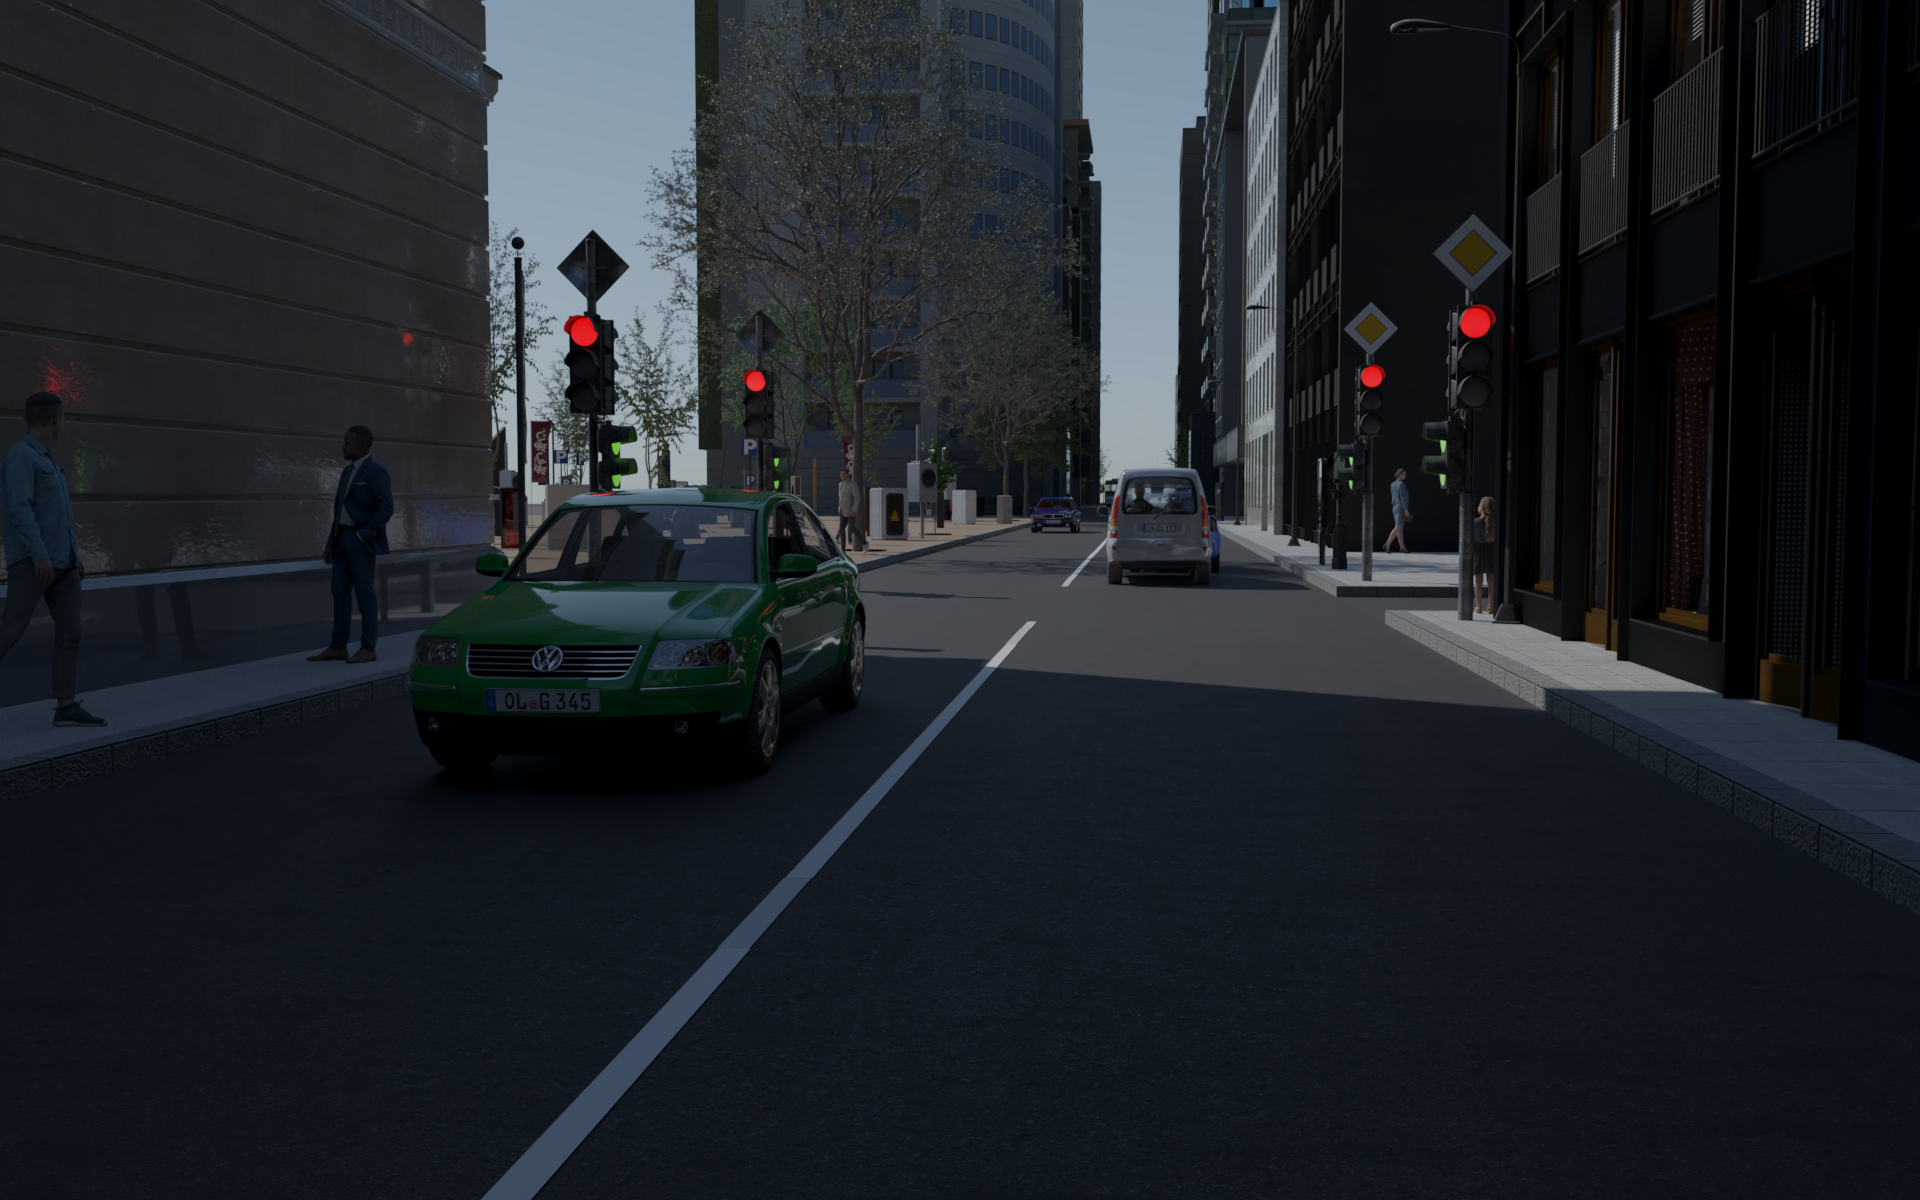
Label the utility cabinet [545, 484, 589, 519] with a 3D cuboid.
[{"bbox_3d":[-8.816,-1.879,39.402,1.173,1.500,0.318,-2,4,-24],"label":"utility cabinet"}]

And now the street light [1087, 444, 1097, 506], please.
[{"bbox_3d":[11.588,-11.444,159.654,1.470,5.913,1.316,0,4,6],"label":"street light"}]

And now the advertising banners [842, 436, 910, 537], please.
[{"bbox_3d":[-2.545,-3.426,52.200,2.074,3.025,0.090,0,4,7],"label":"advertising banners"}]

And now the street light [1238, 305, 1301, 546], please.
[{"bbox_3d":[7.698,-4.285,42.593,1.470,5.913,1.316,0,4,6],"label":"street light"}]

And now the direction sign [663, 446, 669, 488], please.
[{"bbox_3d":[-13.266,-5.277,78.284,0.379,3.537,0.876,0,4,6],"label":"direction sign"}]

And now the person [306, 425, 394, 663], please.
[{"bbox_3d":[-4.620,-0.429,13.244,0.721,1.800,0.419,2,4,31],"label":"person"}]

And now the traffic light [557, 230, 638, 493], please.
[{"bbox_3d":[-3.890,-1.806,18.451,0.839,4.253,0.868,0,4,6],"label":"traffic light"}]

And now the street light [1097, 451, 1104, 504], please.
[{"bbox_3d":[14.424,-12.997,185.033,1.470,5.913,1.316,0,4,6],"label":"street light"}]

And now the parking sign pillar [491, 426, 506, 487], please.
[{"bbox_3d":[-18.455,-4.886,68.357,1.447,3.967,1.447,1,4,22],"label":"parking sign pillar"}]

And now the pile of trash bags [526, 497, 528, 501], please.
[{"bbox_3d":[-14.430,-3.206,62.168,3.447,1.369,1.912,0,4,-3],"label":"pile of trash bags"}]

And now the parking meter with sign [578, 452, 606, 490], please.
[{"bbox_3d":[-15.059,-4.642,72.157,1.738,3.016,0.543,1,4,16],"label":"parking meter with sign"}]

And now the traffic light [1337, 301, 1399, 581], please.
[{"bbox_3d":[5.983,-2.233,25.429,0.839,4.253,0.868,0,4,6],"label":"traffic light"}]

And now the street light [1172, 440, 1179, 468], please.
[{"bbox_3d":[19.127,-10.727,147.935,1.470,5.913,1.316,0,4,6],"label":"street light"}]

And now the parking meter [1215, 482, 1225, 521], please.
[{"bbox_3d":[12.297,-4.666,81.993,0.255,1.863,0.399,-3,5,-41],"label":"parking meter"}]

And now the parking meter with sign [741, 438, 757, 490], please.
[{"bbox_3d":[-6.588,-3.585,54.873,0.543,3.016,1.738,0,4,-3],"label":"parking meter with sign"}]

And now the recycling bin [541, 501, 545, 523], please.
[{"bbox_3d":[-13.833,-2.843,59.045,0.722,1.027,0.722,0,4,1],"label":"recycling bin"}]

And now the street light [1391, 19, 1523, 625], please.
[{"bbox_3d":[4.918,-2.724,17.079,1.470,5.913,1.316,0,4,6],"label":"street light"}]

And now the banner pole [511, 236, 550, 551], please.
[{"bbox_3d":[-4.332,-1.661,17.169,0.401,3.779,0.863,-1,4,-9],"label":"banner pole"}]

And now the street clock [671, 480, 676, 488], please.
[{"bbox_3d":[-14.606,-5.112,88.145,0.471,2.002,0.358,3,4,38],"label":"street clock"}]

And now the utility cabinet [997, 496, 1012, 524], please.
[{"bbox_3d":[1.927,-3.869,74.417,0.306,1.237,1.020,2,4,25],"label":"utility cabinet"}]

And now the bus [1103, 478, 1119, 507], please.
[{"bbox_3d":[17.968,-12.313,196.177,2.948,3.499,13.247,0,4,8],"label":"bus"}]

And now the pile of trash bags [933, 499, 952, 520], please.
[{"bbox_3d":[-0.330,-4.579,84.621,1.912,1.369,3.447,0,4,-2],"label":"pile of trash bags"}]

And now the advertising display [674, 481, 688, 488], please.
[{"bbox_3d":[-13.905,-4.964,86.370,0.123,1.923,0.974,2,4,31],"label":"advertising display"}]

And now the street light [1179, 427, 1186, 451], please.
[{"bbox_3d":[16.030,-8.995,119.606,1.470,5.913,1.316,0,4,6],"label":"street light"}]

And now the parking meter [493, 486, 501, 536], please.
[{"bbox_3d":[-14.039,-2.708,52.694,0.372,1.533,0.369,0,3,0],"label":"parking meter"}]

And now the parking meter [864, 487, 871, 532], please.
[{"bbox_3d":[-3.118,-3.120,59.424,0.372,1.533,0.369,0,3,0],"label":"parking meter"}]

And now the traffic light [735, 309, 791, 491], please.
[{"bbox_3d":[-3.027,-2.292,26.389,0.839,4.253,0.868,0,4,6],"label":"traffic light"}]

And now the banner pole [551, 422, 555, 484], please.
[{"bbox_3d":[-14.420,-4.316,60.583,0.863,3.779,0.401,1,4,18],"label":"banner pole"}]

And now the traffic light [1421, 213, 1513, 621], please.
[{"bbox_3d":[5.120,-1.747,17.490,0.839,4.253,0.868,0,4,6],"label":"traffic light"}]

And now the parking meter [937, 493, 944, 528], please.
[{"bbox_3d":[-0.739,-3.643,65.269,0.255,1.863,0.399,0,4,6],"label":"parking meter"}]

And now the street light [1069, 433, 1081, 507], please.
[{"bbox_3d":[8.499,-9.712,131.324,1.470,5.913,1.316,0,4,6],"label":"street light"}]

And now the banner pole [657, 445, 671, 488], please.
[{"bbox_3d":[-14.971,-5.954,87.370,0.863,3.779,0.401,1,4,11],"label":"banner pole"}]

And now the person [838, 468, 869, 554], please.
[{"bbox_3d":[-2.345,-1.908,37.083,0.795,1.843,0.661,-3,5,-39],"label":"person"}]

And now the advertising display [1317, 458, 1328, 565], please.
[{"bbox_3d":[6.612,-1.614,31.602,0.123,1.923,0.974,0,4,8],"label":"advertising display"}]

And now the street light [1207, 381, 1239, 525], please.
[{"bbox_3d":[10.841,-6.017,70.917,1.470,5.913,1.316,0,4,6],"label":"street light"}]

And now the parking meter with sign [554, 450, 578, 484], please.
[{"bbox_3d":[-15.437,-4.363,67.599,0.543,3.016,1.738,-1,4,-21],"label":"parking meter with sign"}]

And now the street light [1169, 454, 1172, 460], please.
[{"bbox_3d":[22.255,-12.460,176.261,1.470,5.913,1.316,0,4,6],"label":"street light"}]

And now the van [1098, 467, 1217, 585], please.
[{"bbox_3d":[3.292,-1.336,28.854,2.013,2.044,4.112,0,4,6],"label":"van"}]

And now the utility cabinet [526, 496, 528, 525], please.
[{"bbox_3d":[-18.356,-3.686,71.423,1.020,1.237,0.306,-2,4,-26],"label":"utility cabinet"}]

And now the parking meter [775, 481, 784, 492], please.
[{"bbox_3d":[-5.200,-2.681,49.539,0.255,1.863,0.399,-1,4,-19],"label":"parking meter"}]

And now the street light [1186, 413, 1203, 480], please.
[{"bbox_3d":[13.883,-7.750,99.252,1.470,5.913,1.316,0,4,6],"label":"street light"}]

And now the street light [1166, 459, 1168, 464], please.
[{"bbox_3d":[24.965,-13.966,200.887,1.470,5.913,1.316,0,4,6],"label":"street light"}]

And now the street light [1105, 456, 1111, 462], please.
[{"bbox_3d":[17.478,-14.738,213.506,1.470,5.913,1.316,0,4,6],"label":"street light"}]

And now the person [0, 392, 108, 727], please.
[{"bbox_3d":[-5.095,-0.220,9.501,0.748,1.841,0.638,0,4,3],"label":"person"}]

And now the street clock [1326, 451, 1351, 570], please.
[{"bbox_3d":[6.469,-1.523,29.466,0.358,2.002,0.471,-2,4,-30],"label":"street clock"}]

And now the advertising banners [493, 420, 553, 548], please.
[{"bbox_3d":[-10.644,-2.734,40.895,2.074,3.025,0.090,-2,4,-24],"label":"advertising banners"}]
